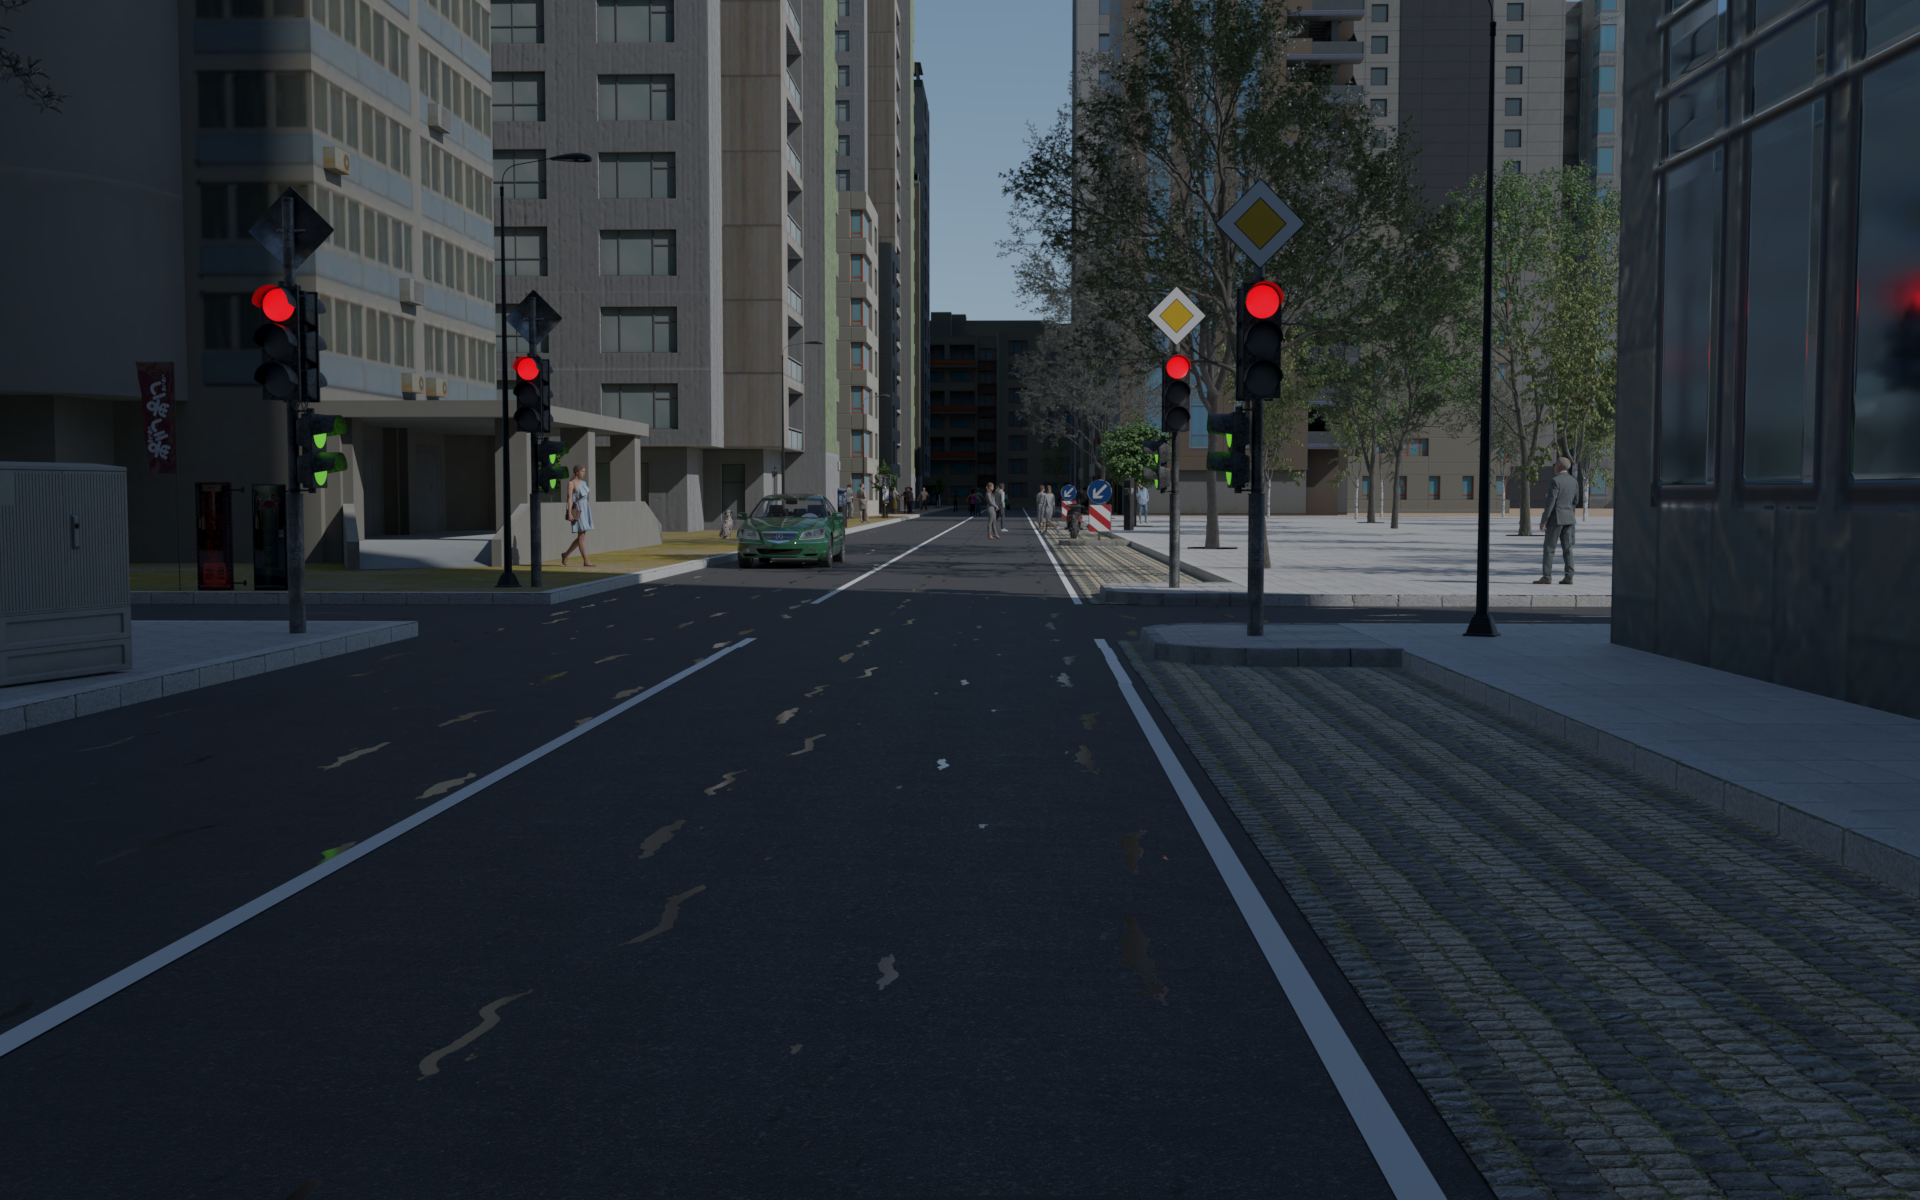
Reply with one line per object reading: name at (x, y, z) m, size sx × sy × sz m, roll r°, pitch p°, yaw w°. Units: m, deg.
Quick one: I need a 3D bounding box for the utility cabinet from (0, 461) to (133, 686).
utility cabinet at (-6.270, -0.199, 11.930) m, size 0.318 × 1.500 × 1.173 m, roll 1°, pitch 4°, yaw 17°

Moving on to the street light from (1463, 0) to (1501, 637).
street light at (4.190, -2.630, 15.546) m, size 1.470 × 5.913 × 1.316 m, roll 0°, pitch 4°, yaw 2°

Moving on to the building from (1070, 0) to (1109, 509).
building at (20.638, -37.632, 157.275) m, size 21.231 × 58.520 × 28.212 m, roll 0°, pitch 4°, yaw 2°

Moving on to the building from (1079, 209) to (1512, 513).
building at (23.314, -17.417, 129.804) m, size 27.650 × 21.520 × 28.899 m, roll 0°, pitch 4°, yaw 2°

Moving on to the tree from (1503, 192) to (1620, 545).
tree at (15.431, -5.684, 43.290) m, size 4.737 × 8.622 × 4.395 m, roll 0°, pitch 3°, yaw 0°

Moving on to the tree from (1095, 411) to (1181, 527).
tree at (7.035, -5.191, 68.592) m, size 4.285 × 4.588 × 4.351 m, roll 0°, pitch 3°, yaw 0°

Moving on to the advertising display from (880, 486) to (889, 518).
advertising display at (-3.976, -5.284, 91.599) m, size 0.123 × 1.923 × 0.974 m, roll 1°, pitch 4°, yaw 18°

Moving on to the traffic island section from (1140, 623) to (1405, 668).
traffic island section at (2.701, 0.401, 15.720) m, size 2.009 × 0.180 × 2.903 m, roll 0°, pitch 4°, yaw 2°

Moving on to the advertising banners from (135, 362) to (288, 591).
advertising banners at (-9.874, -1.637, 22.959) m, size 2.074 × 3.025 × 0.090 m, roll 0°, pitch 4°, yaw 3°

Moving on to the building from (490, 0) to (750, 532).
building at (-12.176, -23.224, 63.311) m, size 14.154 × 41.232 × 14.086 m, roll 0°, pitch 4°, yaw 2°

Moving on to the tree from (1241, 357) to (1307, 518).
tree at (16.735, -8.772, 93.791) m, size 4.360 × 8.622 × 3.978 m, roll 0°, pitch 3°, yaw 0°

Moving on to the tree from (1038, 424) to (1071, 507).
tree at (10.058, -13.798, 175.962) m, size 4.737 × 8.622 × 4.395 m, roll 0°, pitch 3°, yaw 0°

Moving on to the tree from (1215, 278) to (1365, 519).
tree at (9.877, -6.486, 56.411) m, size 4.737 × 8.622 × 4.395 m, roll 0°, pitch 3°, yaw 0°

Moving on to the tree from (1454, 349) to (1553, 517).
tree at (26.703, -8.339, 86.709) m, size 4.360 × 8.622 × 3.978 m, roll 0°, pitch 3°, yaw 0°

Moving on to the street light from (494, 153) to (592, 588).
street light at (-5.703, -3.131, 23.735) m, size 1.470 × 5.913 × 1.316 m, roll 0°, pitch 4°, yaw 2°

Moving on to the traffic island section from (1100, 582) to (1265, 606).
traffic island section at (2.953, -0.087, 23.701) m, size 2.009 × 0.180 × 2.903 m, roll 0°, pitch 4°, yaw 2°

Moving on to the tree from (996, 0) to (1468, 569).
tree at (5.147, -5.842, 29.934) m, size 8.767 × 10.594 × 7.601 m, roll -1°, pitch 4°, yaw -16°

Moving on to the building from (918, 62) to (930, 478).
building at (-9.989, -29.561, 166.924) m, size 14.086 × 41.232 × 14.154 m, roll 0°, pitch 4°, yaw 2°

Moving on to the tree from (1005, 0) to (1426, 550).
tree at (5.846, -7.939, 40.174) m, size 12.009 × 13.543 × 11.850 m, roll 0°, pitch 3°, yaw 0°

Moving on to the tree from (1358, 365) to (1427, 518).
tree at (23.099, -8.770, 93.755) m, size 4.360 × 8.622 × 3.978 m, roll 0°, pitch 3°, yaw 0°

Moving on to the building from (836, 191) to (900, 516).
building at (-18.707, -16.453, 114.052) m, size 27.650 × 21.520 × 28.899 m, roll 0°, pitch 4°, yaw 2°

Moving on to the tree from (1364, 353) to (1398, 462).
tree at (20.138, -8.404, 87.761) m, size 4.737 × 8.622 × 4.395 m, roll 0°, pitch 3°, yaw 0°

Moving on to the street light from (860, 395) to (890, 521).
street light at (-3.979, -6.636, 81.043) m, size 1.470 × 5.913 × 1.316 m, roll 0°, pitch 4°, yaw 2°

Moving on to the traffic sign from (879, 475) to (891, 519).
traffic sign at (-3.929, -5.418, 90.712) m, size 0.606 × 2.300 × 0.079 m, roll 1°, pitch 4°, yaw 9°

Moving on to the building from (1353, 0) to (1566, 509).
building at (42.708, -44.219, 161.233) m, size 20.611 × 71.187 × 20.563 m, roll 0°, pitch 4°, yaw 2°

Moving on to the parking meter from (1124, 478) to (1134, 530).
parking meter at (5.966, -3.394, 61.206) m, size 0.255 × 1.863 × 0.399 m, roll 2°, pitch 4°, yaw 30°

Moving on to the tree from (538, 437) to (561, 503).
tree at (-13.145, -3.720, 55.429) m, size 1.663 × 3.219 × 1.824 m, roll 0°, pitch 3°, yaw 0°

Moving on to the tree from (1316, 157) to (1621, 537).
tree at (17.298, -7.748, 52.435) m, size 9.928 × 11.665 × 9.643 m, roll 0°, pitch 3°, yaw 0°

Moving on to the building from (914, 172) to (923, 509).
building at (-10.622, -23.095, 149.306) m, size 14.160 × 30.474 × 14.107 m, roll 0°, pitch 4°, yaw 2°

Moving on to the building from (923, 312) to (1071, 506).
building at (-1.127, -21.570, 197.706) m, size 28.899 × 21.520 × 27.650 m, roll 0°, pitch 4°, yaw 2°

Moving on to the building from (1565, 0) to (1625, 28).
building at (68.498, -33.056, 160.076) m, size 30.456 × 49.044 × 23.786 m, roll 0°, pitch 4°, yaw 2°

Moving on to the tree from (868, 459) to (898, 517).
tree at (-4.317, -6.201, 95.986) m, size 1.663 × 3.219 × 1.824 m, roll 0°, pitch 3°, yaw 0°

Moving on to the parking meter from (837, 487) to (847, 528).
parking meter at (-4.510, -3.542, 66.329) m, size 0.372 × 1.533 × 0.369 m, roll 0°, pitch 3°, yaw 0°

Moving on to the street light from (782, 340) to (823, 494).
street light at (-4.825, -4.890, 52.489) m, size 1.470 × 5.913 × 1.316 m, roll 0°, pitch 4°, yaw 2°

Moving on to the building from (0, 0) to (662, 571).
building at (-23.952, -21.090, 36.711) m, size 32.217 × 40.220 × 23.993 m, roll 0°, pitch 4°, yaw 2°

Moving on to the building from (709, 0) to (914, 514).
building at (-10.936, -27.589, 134.668) m, size 14.154 × 41.232 × 14.086 m, roll 0°, pitch 4°, yaw 2°

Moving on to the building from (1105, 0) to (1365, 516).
building at (16.540, -27.991, 107.771) m, size 14.600 × 45.320 × 14.200 m, roll 0°, pitch 4°, yaw 2°

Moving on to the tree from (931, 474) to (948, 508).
tree at (-2.003, -10.379, 164.294) m, size 1.663 × 3.219 × 1.824 m, roll 0°, pitch 3°, yaw 0°

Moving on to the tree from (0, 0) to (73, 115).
tree at (-7.645, -5.978, 8.113) m, size 12.009 × 13.543 × 11.850 m, roll 0°, pitch 3°, yaw 0°

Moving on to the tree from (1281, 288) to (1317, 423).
tree at (17.950, -9.187, 75.966) m, size 9.928 × 11.665 × 9.643 m, roll 0°, pitch 3°, yaw 0°
